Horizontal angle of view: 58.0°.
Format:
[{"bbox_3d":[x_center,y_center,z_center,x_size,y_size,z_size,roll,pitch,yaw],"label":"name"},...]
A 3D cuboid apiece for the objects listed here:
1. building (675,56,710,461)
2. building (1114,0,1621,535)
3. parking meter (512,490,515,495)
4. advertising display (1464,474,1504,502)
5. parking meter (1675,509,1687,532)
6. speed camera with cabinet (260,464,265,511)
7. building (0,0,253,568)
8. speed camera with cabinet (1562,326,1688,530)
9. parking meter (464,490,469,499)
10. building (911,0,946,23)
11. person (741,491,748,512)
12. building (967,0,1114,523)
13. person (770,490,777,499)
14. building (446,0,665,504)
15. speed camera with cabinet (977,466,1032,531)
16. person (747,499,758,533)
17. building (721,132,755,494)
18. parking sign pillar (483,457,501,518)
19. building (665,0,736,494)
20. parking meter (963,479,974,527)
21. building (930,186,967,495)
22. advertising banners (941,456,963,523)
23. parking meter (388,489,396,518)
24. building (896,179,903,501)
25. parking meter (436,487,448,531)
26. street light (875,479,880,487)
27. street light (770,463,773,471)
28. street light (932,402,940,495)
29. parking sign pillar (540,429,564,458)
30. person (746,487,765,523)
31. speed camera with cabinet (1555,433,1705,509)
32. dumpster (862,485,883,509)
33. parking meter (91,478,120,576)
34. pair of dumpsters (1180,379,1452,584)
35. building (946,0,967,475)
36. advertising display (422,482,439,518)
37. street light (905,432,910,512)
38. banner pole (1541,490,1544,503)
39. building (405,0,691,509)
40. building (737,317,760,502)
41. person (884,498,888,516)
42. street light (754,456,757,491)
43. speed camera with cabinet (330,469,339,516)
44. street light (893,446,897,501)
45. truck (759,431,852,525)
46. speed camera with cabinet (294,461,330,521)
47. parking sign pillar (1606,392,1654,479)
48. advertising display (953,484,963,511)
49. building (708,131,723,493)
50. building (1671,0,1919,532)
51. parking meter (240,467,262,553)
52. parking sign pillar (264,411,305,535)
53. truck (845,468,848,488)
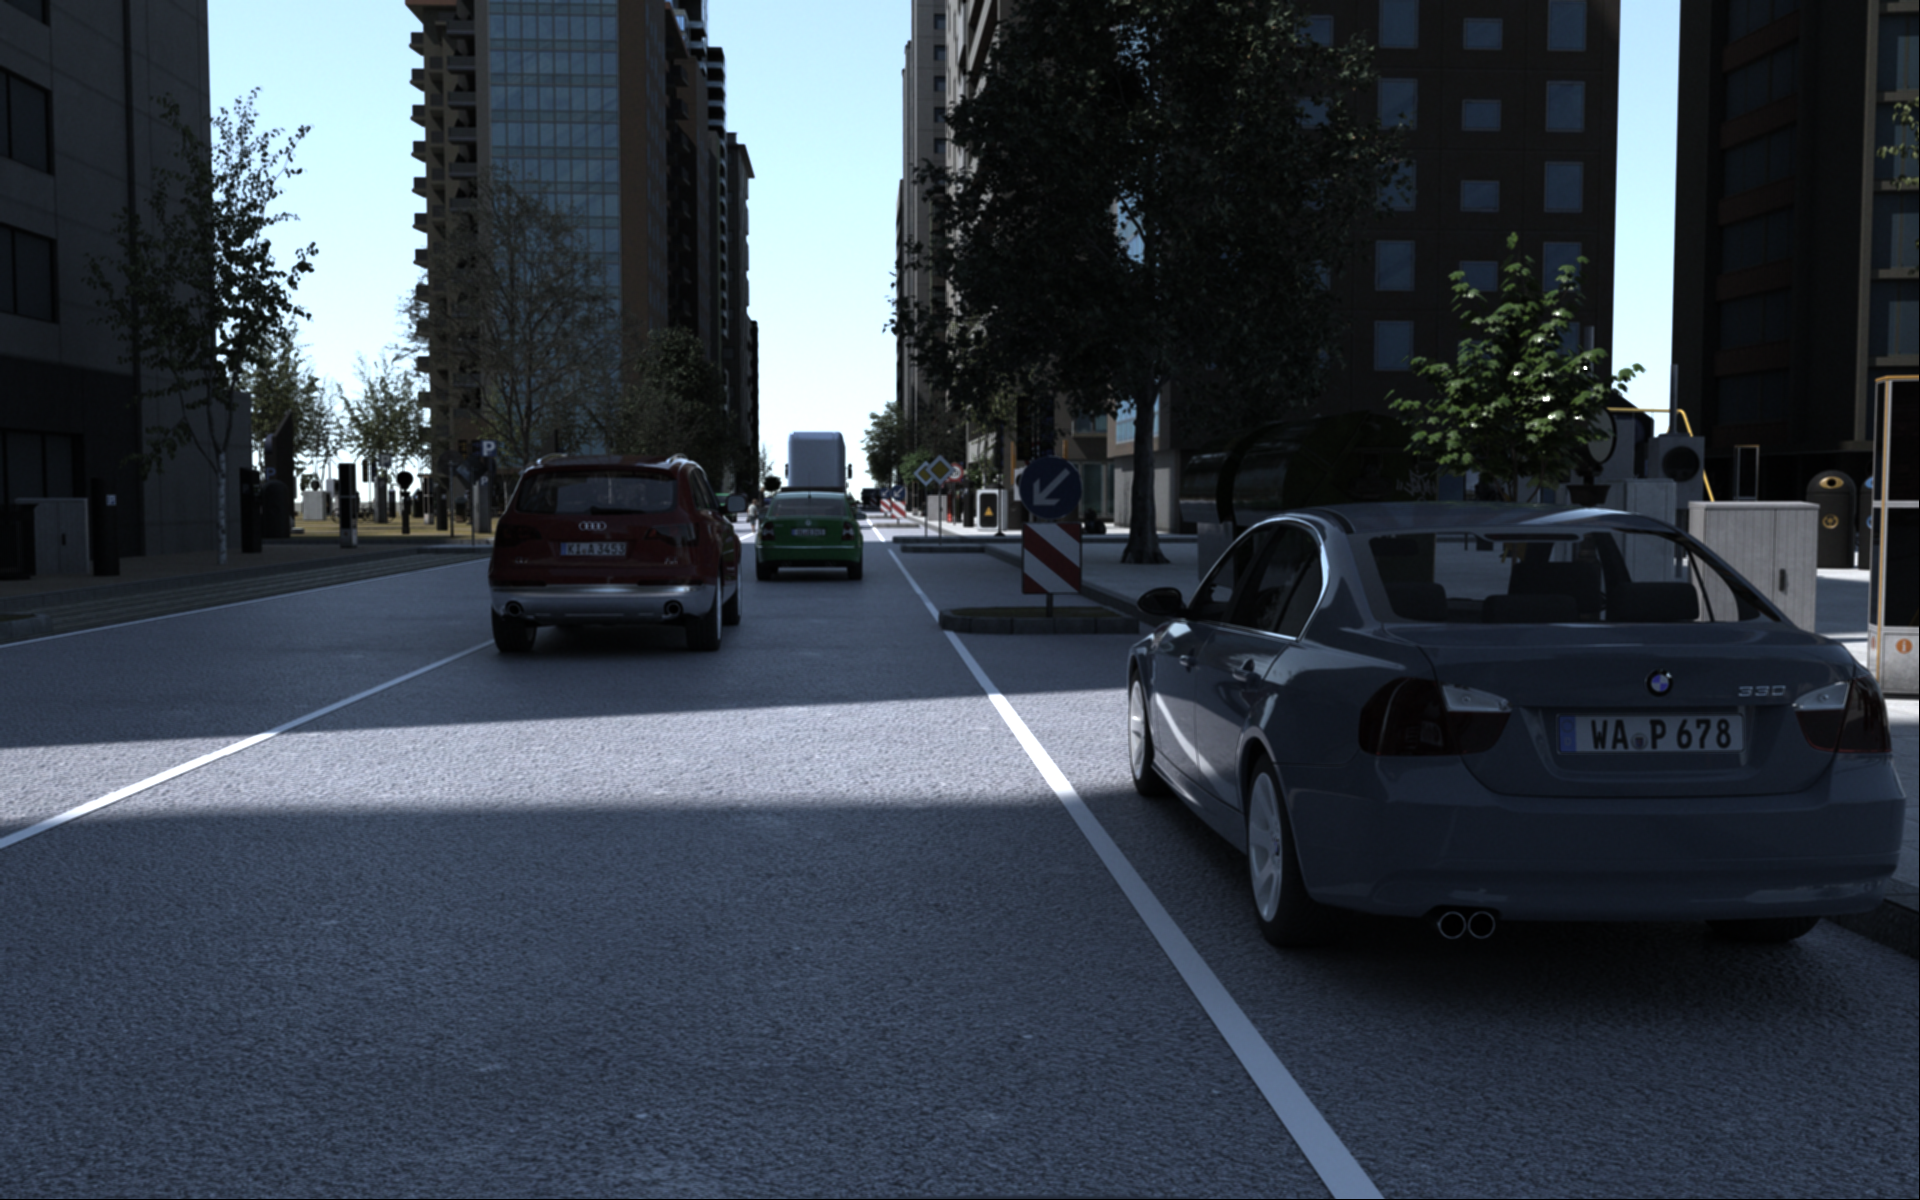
[{"bbox_3d":[-32.712,-32.059,174.276,14.600,45.320,14.200,0,4,-4],"label":"building"},{"bbox_3d":[13.236,-25.100,60.494,14.200,45.320,14.600,0,4,-4],"label":"building"},{"bbox_3d":[-24.552,-5.334,95.620,0.372,1.533,0.369,0,3,0],"label":"parking meter"},{"bbox_3d":[11.898,-2.079,39.199,0.974,1.923,0.123,2,4,29],"label":"advertising display"},{"bbox_3d":[14.404,-1.614,34.799,0.372,1.533,0.369,0,3,0],"label":"parking meter"},{"bbox_3d":[-44.186,-7.077,110.039,0.660,3.252,2.038,0,4,4],"label":"speed camera with cabinet"},{"bbox_3d":[-26.836,-36.147,29.248,20.611,71.187,20.563,0,4,-4],"label":"building"},{"bbox_3d":[7.570,-1.559,19.821,0.660,3.252,2.038,0,4,3],"label":"speed camera with cabinet"},{"bbox_3d":[-34.085,-6.817,119.867,0.372,1.533,0.369,0,3,0],"label":"parking meter"},{"bbox_3d":[5.296,-39.347,185.322,21.231,58.520,28.212,0,4,-4],"label":"building"},{"bbox_3d":[-17.343,-7.946,139.362,0.756,1.711,0.436,2,4,25],"label":"person"},{"bbox_3d":[11.671,-28.288,86.217,21.300,48.544,21.600,0,4,-4],"label":"building"},{"bbox_3d":[-18.885,-10.357,177.801,1.348,1.831,0.705,-2,4,-26],"label":"person"},{"bbox_3d":[-29.910,-29.435,131.380,14.600,45.320,14.200,0,4,-4],"label":"building"},{"bbox_3d":[1.620,-4.031,60.241,2.038,3.252,0.660,1,4,19],"label":"speed camera with cabinet"},{"bbox_3d":[-7.521,-3.038,62.859,0.352,1.250,0.332,-2,4,-35],"label":"person"},{"bbox_3d":[-45.059,-40.718,254.981,28.713,52.752,27.495,0,4,-4],"label":"building"},{"bbox_3d":[-25.609,-6.475,94.339,1.447,3.967,1.447,0,4,-1],"label":"parking sign pillar"},{"bbox_3d":[-40.302,-55.774,224.576,22.319,86.520,31.000,0,4,-4],"label":"building"},{"bbox_3d":[0.340,-3.750,67.027,0.255,1.863,0.399,-3,5,-44],"label":"parking meter"},{"bbox_3d":[4.033,-24.051,164.934,14.160,30.474,14.107,0,4,-4],"label":"building"},{"bbox_3d":[-0.443,-5.012,78.135,0.090,3.025,2.074,-2,4,-31],"label":"advertising banners"},{"bbox_3d":[-30.960,-5.260,94.406,0.372,1.533,0.369,0,3,0],"label":"parking meter"},{"bbox_3d":[1.618,-38.497,253.132,21.300,48.544,21.600,0,4,-4],"label":"building"},{"bbox_3d":[-18.266,-3.220,61.055,0.372,1.533,0.369,0,3,0],"label":"parking meter"},{"bbox_3d":[-13.935,-19.128,285.529,0.468,5.910,1.993,0,4,-4],"label":"street light"},{"bbox_3d":[-27.222,-16.916,249.355,0.468,5.910,1.993,0,4,-4],"label":"street light"},{"bbox_3d":[-1.213,-6.988,87.045,0.468,5.910,1.993,0,4,-4],"label":"street light"},{"bbox_3d":[-17.101,-5.146,72.617,1.447,3.967,1.447,-3,5,-42],"label":"parking sign pillar"},{"bbox_3d":[-10.159,-4.775,86.793,0.699,1.804,1.509,3,4,37],"label":"person"},{"bbox_3d":[10.202,-1.962,26.412,2.038,3.252,0.660,0,4,5],"label":"speed camera with cabinet"},{"bbox_3d":[-8.246,-9.695,163.456,1.985,2.255,1.502,0,4,-3],"label":"dumpster"},{"bbox_3d":[-13.411,-1.148,27.175,0.372,1.533,0.369,0,3,0],"label":"parking meter"},{"bbox_3d":[3.310,-0.870,16.721,1.574,2.255,4.437,0,4,-4],"label":"pair of dumpsters"},{"bbox_3d":[12.937,-33.931,144.017,28.713,52.752,27.495,0,4,-4],"label":"building"},{"bbox_3d":[-28.188,-5.325,92.282,0.123,1.923,0.974,3,5,42],"label":"advertising display"},{"bbox_3d":[-3.794,-9.378,126.120,0.468,5.910,1.993,0,4,-4],"label":"street light"},{"bbox_3d":[17.347,-3.808,52.277,0.863,3.779,0.401,0,4,7],"label":"banner pole"},{"bbox_3d":[-35.534,-30.456,152.576,22.147,44.769,28.867,0,4,-4],"label":"building"},{"bbox_3d":[-39.543,-30.900,276.917,14.160,30.474,14.107,0,4,-4],"label":"building"},{"bbox_3d":[-4.840,-6.152,113.371,0.425,1.301,0.394,1,4,14],"label":"person"},{"bbox_3d":[-24.812,-14.532,210.389,0.468,5.910,1.993,0,4,-4],"label":"street light"},{"bbox_3d":[-37.510,-6.625,102.657,0.660,3.252,2.038,0,4,8],"label":"speed camera with cabinet"},{"bbox_3d":[-6.080,-11.610,162.614,0.468,5.910,1.993,0,4,-4],"label":"street light"},{"bbox_3d":[-5.989,-4.815,68.485,2.967,4.110,18.799,0,4,-2],"label":"truck"},{"bbox_3d":[-31.660,-5.451,83.455,2.038,3.252,0.660,0,4,-6],"label":"speed camera with cabinet"},{"bbox_3d":[16.399,-3.319,42.731,1.447,3.967,1.447,-3,4,-37],"label":"parking sign pillar"},{"bbox_3d":[0.011,-6.681,114.447,0.974,1.923,0.123,-1,4,-13],"label":"advertising display"},{"bbox_3d":[-33.585,-30.914,189.045,14.154,41.232,14.086,0,4,-4],"label":"building"},{"bbox_3d":[42.467,-25.172,66.192,28.867,44.769,22.147,0,4,-4],"label":"building"},{"bbox_3d":[-15.441,-1.958,37.727,0.399,1.863,0.255,1,4,22],"label":"parking meter"},{"bbox_3d":[-21.738,-4.087,55.295,1.447,3.967,1.447,0,4,1],"label":"parking sign pillar"},{"bbox_3d":[-13.269,-11.800,181.849,2.839,4.237,11.283,0,4,-2],"label":"truck"}]
